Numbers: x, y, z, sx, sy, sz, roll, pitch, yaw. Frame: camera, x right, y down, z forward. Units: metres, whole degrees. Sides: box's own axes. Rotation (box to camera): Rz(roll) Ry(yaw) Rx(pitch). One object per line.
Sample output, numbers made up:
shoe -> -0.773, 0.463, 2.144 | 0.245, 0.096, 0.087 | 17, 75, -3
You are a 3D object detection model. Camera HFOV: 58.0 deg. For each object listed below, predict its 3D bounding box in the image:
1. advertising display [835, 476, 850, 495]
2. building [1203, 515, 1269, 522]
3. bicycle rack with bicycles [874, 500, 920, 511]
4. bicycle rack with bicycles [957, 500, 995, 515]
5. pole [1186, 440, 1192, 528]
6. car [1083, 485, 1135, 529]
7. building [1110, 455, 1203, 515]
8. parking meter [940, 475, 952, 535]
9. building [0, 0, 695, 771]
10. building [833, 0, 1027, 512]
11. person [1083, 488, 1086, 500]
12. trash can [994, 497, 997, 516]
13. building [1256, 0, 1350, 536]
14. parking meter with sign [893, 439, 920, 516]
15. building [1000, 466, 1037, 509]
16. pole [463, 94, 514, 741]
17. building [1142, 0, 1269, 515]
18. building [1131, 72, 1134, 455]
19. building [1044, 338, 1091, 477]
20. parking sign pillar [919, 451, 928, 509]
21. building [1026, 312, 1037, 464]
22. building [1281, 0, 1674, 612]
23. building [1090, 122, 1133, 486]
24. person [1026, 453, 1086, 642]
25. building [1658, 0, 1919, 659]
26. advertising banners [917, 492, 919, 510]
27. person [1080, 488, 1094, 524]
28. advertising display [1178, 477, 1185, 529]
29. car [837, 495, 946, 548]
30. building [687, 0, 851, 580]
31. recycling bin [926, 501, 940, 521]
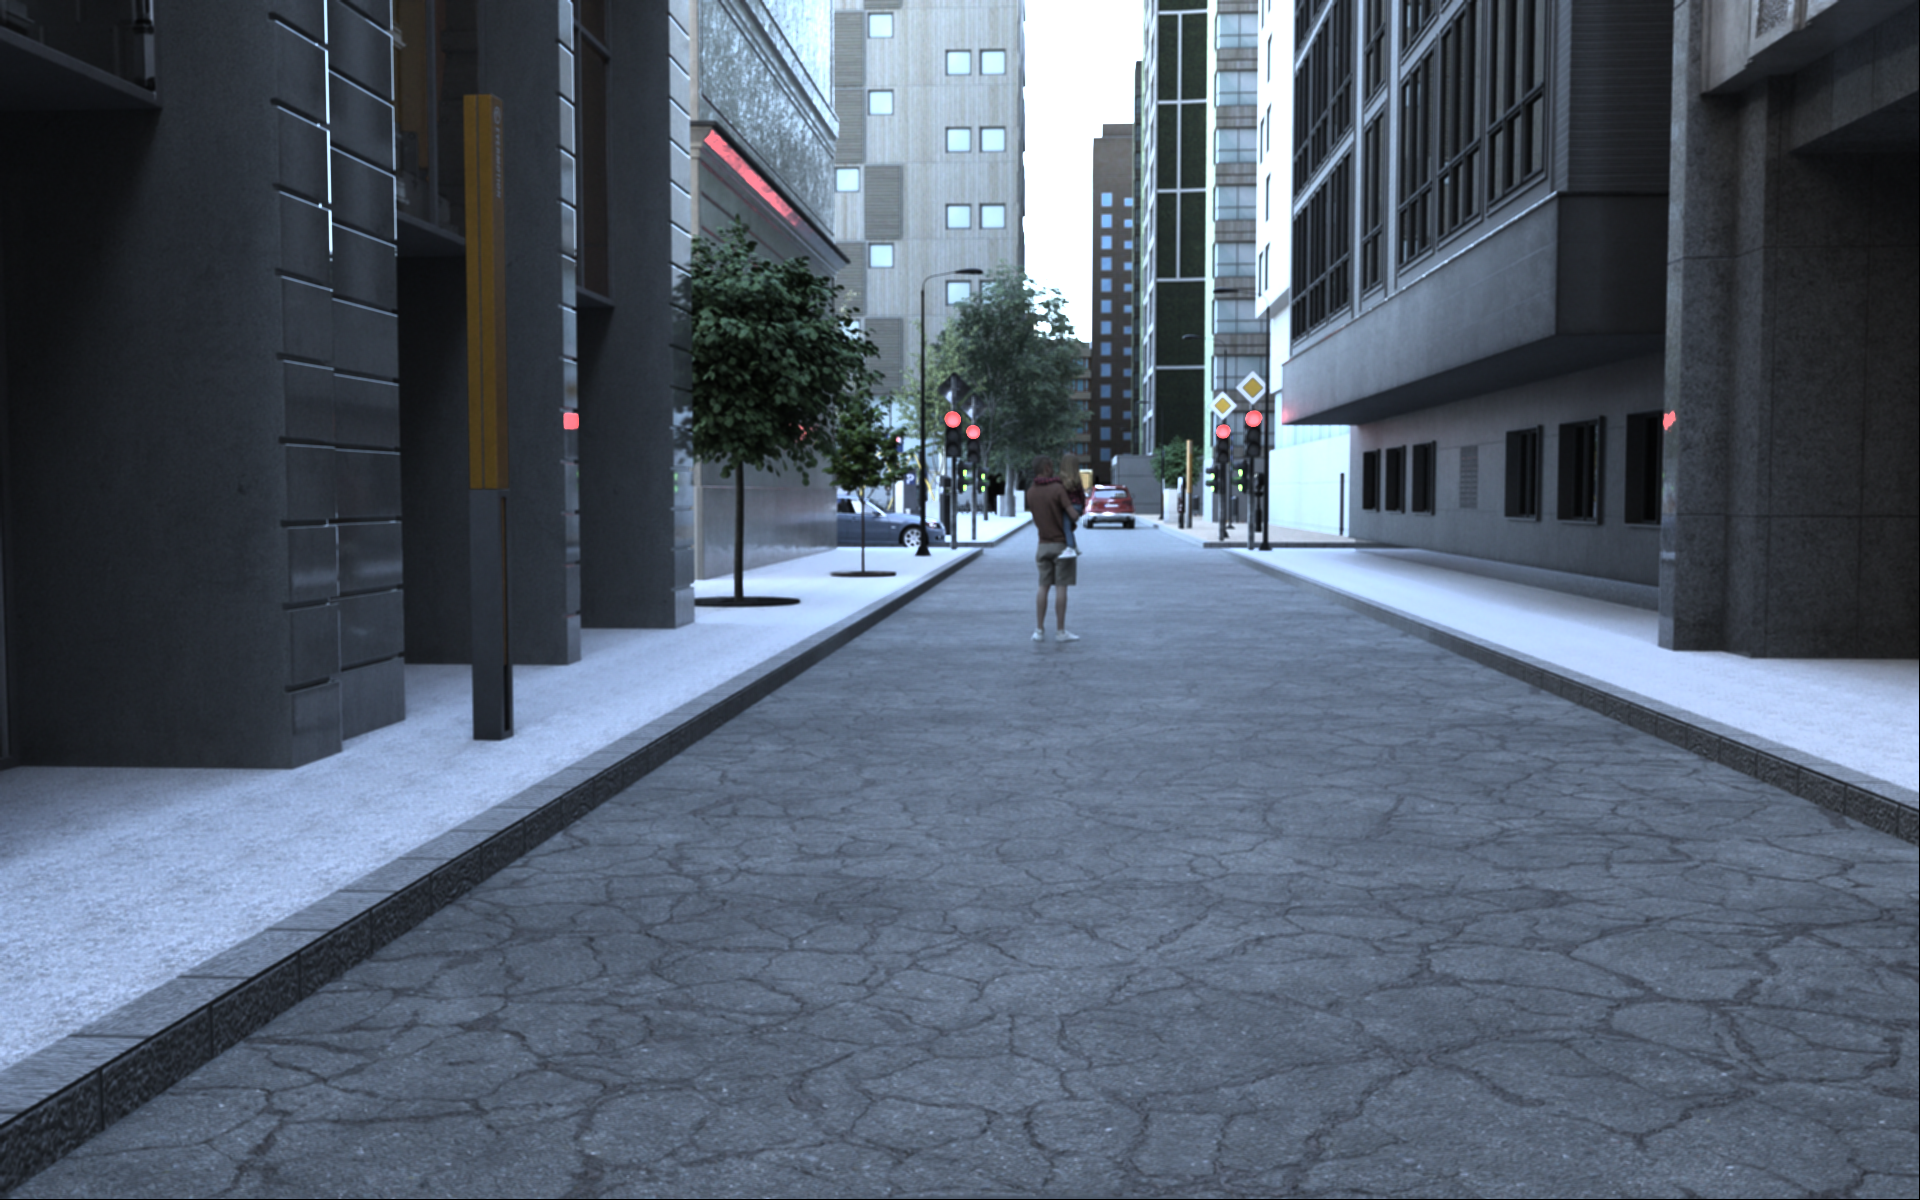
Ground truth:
advertising display -> -3.532, -2.611, 47.905 | 0.974, 1.923, 0.123 | 0, 4, 5
building -> 18.843, -24.454, 83.426 | 14.154, 41.232, 14.086 | 0, 4, 4
bicycle rack with bicycles -> -3.573, -5.387, 101.462 | 2.852, 0.926, 2.925 | -3, 4, -37
bicycle rack with bicycles -> 0.764, -5.728, 107.029 | 2.925, 0.926, 2.852 | 1, 4, 12
pole -> 8.639, -4.367, 65.239 | 0.158, 3.312, 0.155 | 0, 3, 0
car -> 6.275, -3.949, 73.234 | 2.281, 1.827, 5.304 | 0, 4, 2
building -> 20.262, -41.097, 110.186 | 20.563, 71.187, 20.611 | 0, 4, 4
parking meter -> -0.445, -2.937, 53.724 | 0.255, 1.863, 0.399 | -2, 4, -28
building -> -8.991, -13.738, 2.105 | 11.434, 29.767, 29.804 | 0, 4, 4
building -> -8.469, -33.484, 136.701 | 28.713, 52.752, 27.495 | 0, 4, 4
person -> 8.796, -6.982, 122.538 | 0.514, 1.842, 0.818 | -1, 4, -13
trash can -> 2.341, -5.510, 101.734 | 0.748, 1.137, 0.748 | 0, 3, 0
building -> 24.455, -28.638, 57.469 | 27.495, 52.752, 28.713 | 0, 4, 4
parking meter with sign -> -1.570, -3.259, 49.539 | 0.543, 3.016, 1.738 | -2, 4, -24
building -> -2.654, -44.163, 160.310 | 20.563, 71.187, 20.611 | 0, 4, 4
pole -> -2.450, -0.927, 8.996 | 0.158, 3.312, 0.155 | 0, 3, 0
building -> 20.746, -27.420, 131.908 | 14.154, 41.232, 14.086 | 0, 4, 4
building -> 23.526, -29.534, 166.472 | 14.154, 41.232, 14.086 | 0, 4, 4
building -> 2.083, -22.976, 220.699 | 28.899, 21.520, 27.650 | 0, 4, 4
parking sign pillar -> -2.312, -7.337, 108.433 | 1.447, 3.967, 1.447 | 0, 4, 5
building -> -6.160, -20.860, 186.107 | 28.899, 21.520, 27.650 | 0, 4, 4
building -> 13.454, -14.225, 26.091 | 14.314, 27.812, 24.014 | 0, 4, 4
building -> 23.138, -34.354, 211.794 | 14.200, 45.320, 14.600 | 0, 4, 4
person -> 0.958, -0.518, 16.947 | 0.580, 1.828, 0.573 | -1, 4, -9
building -> 11.197, -11.344, 3.491 | 12.078, 24.808, 19.932 | 0, 4, 4
advertising banners -> -3.129, -7.309, 115.686 | 2.074, 3.025, 0.090 | 3, 5, 43
person -> 6.045, -4.437, 81.803 | 0.760, 1.731, 0.466 | -3, 4, -38
advertising display -> 8.202, -3.605, 64.159 | 0.123, 1.923, 0.974 | 0, 4, -2
car -> -2.610, -1.986, 44.478 | 4.499, 1.417, 2.014 | 0, 4, 3
building -> -17.529, -12.227, 33.196 | 30.059, 22.955, 16.112 | 0, 4, 4
recycling bin -> -0.965, -2.929, 60.439 | 0.722, 1.027, 0.722 | 1, 4, 8
